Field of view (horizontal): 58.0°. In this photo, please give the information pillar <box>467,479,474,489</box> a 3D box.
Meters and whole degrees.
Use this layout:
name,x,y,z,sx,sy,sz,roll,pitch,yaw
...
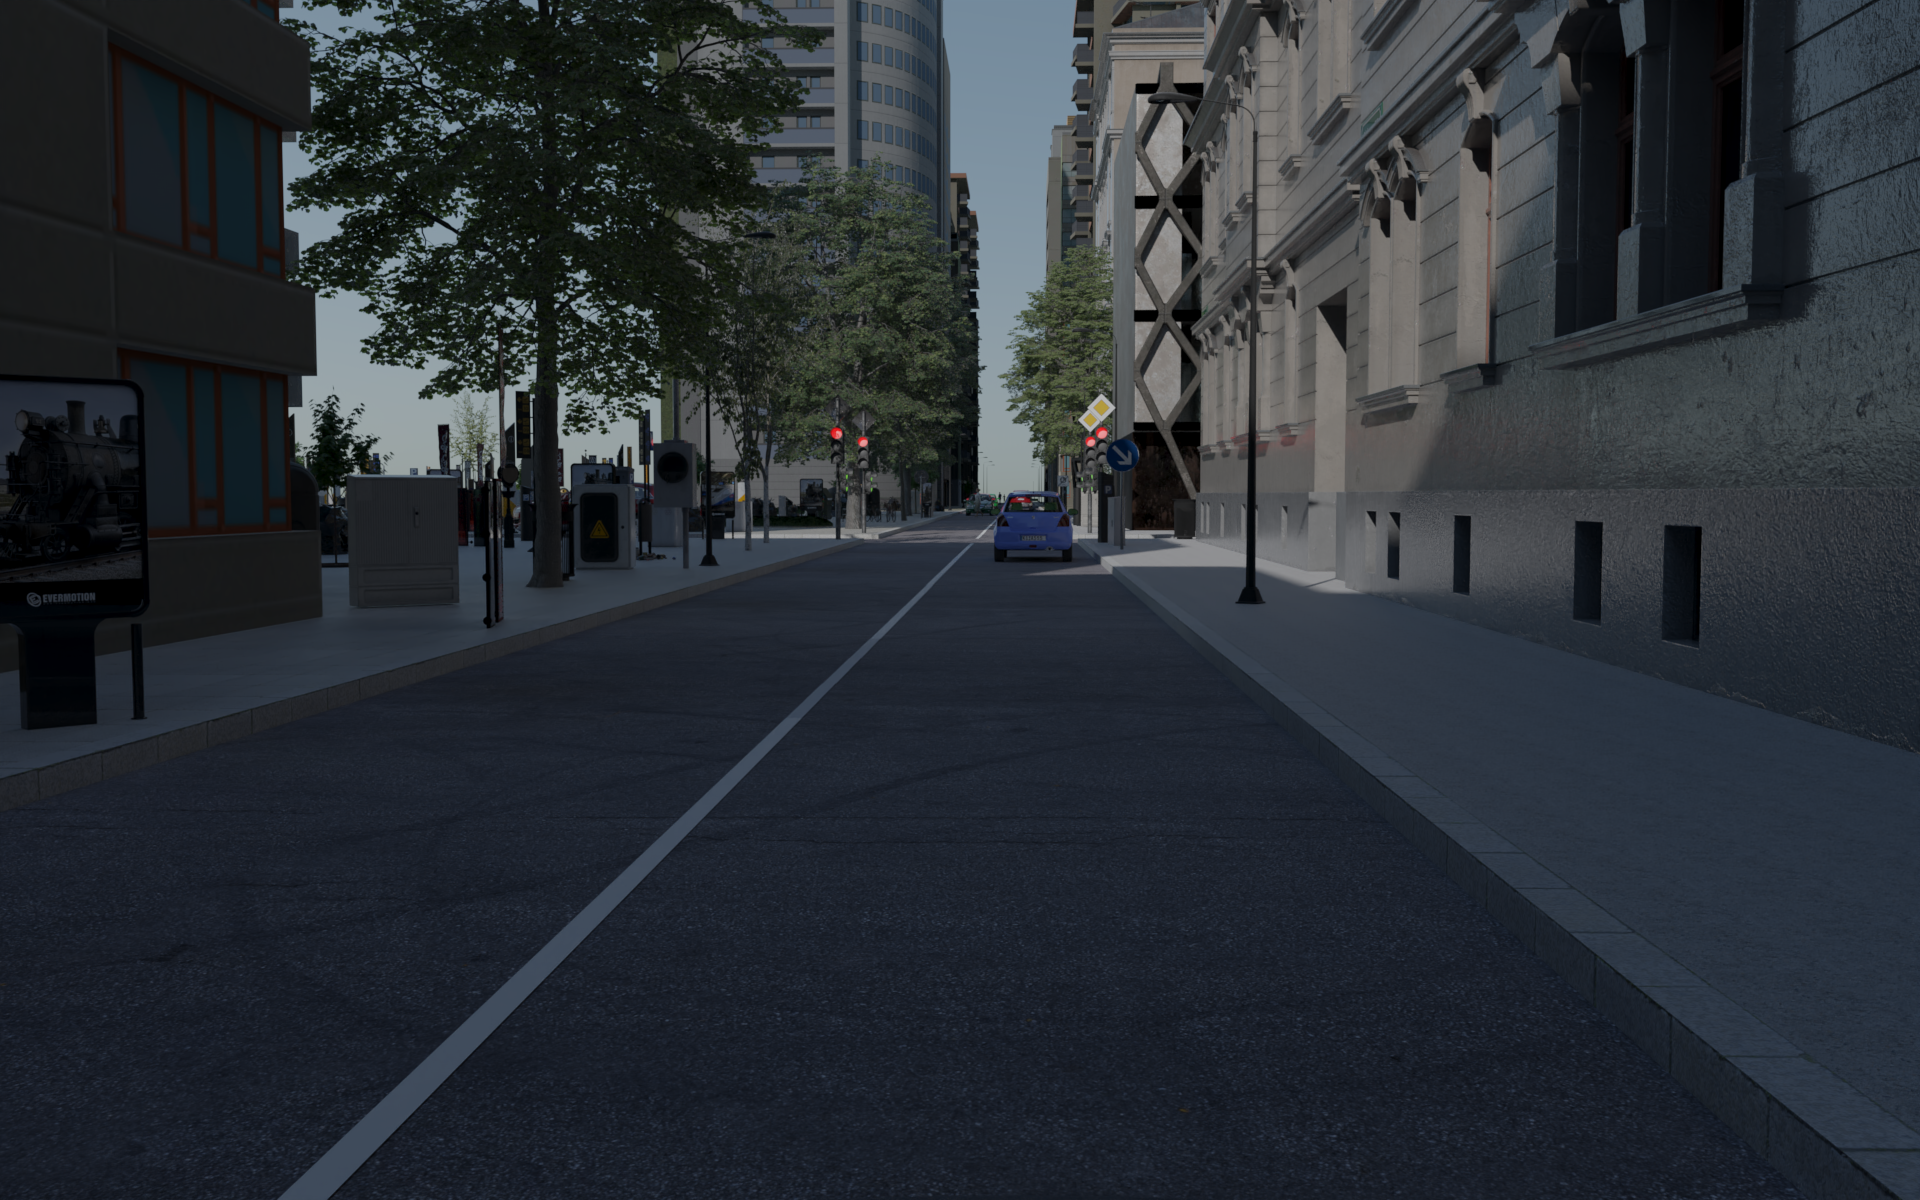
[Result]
name,x,y,z,sx,sy,sz,roll,pitch,yaw
information pillar,-23.452,-4.805,83.057,0.304,2.012,0.304,-1,4,-22

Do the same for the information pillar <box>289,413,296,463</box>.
name,x,y,z,sx,sy,sz,roll,pitch,yaw
information pillar,-19.507,-3.605,50.292,0.504,3.616,0.183,0,4,5

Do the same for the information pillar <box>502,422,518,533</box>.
name,x,y,z,sx,sy,sz,roll,pitch,yaw
information pillar,-14.692,-3.981,56.438,0.504,3.616,0.183,-3,5,-44

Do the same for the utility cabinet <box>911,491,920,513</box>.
name,x,y,z,sx,sy,sz,roll,pitch,yaw
utility cabinet,-3.206,-6.416,113.579,1.173,1.500,0.318,1,4,15

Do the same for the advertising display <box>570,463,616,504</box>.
name,x,y,z,sx,sy,sz,roll,pitch,yaw
advertising display,-7.611,-1.881,35.971,0.974,1.923,0.123,1,4,14

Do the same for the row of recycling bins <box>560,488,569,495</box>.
name,x,y,z,sx,sy,sz,roll,pitch,yaw
row of recycling bins,-24.392,-6.403,111.796,3.534,1.692,1.069,1,4,19

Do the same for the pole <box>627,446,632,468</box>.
name,x,y,z,sx,sy,sz,roll,pitch,yaw
pole,-14.146,-4.916,74.213,0.158,3.312,0.155,0,3,0

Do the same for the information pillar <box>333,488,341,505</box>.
name,x,y,z,sx,sy,sz,roll,pitch,yaw
information pillar,-36.602,-6.750,101.710,0.183,3.616,0.504,3,4,39

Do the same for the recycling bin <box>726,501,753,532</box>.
name,x,y,z,sx,sy,sz,roll,pitch,yaw
recycling bin,-7.515,-2.837,58.941,0.722,1.027,0.722,-2,4,-27

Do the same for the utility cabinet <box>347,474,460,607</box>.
name,x,y,z,sx,sy,sz,roll,pitch,yaw
utility cabinet,-6.351,-0.680,19.794,1.173,1.500,0.318,-3,4,-38

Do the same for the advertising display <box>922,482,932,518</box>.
name,x,y,z,sx,sy,sz,roll,pitch,yaw
advertising display,-1.822,-5.431,94.012,0.123,1.923,0.974,2,4,29

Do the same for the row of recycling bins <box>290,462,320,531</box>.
name,x,y,z,sx,sy,sz,roll,pitch,yaw
row of recycling bins,-9.913,-0.908,21.957,3.534,1.692,1.069,0,4,-3

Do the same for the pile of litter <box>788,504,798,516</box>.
name,x,y,z,sx,sy,sz,roll,pitch,yaw
pile of litter,-7.667,-3.854,76.972,1.176,0.858,1.719,1,4,10

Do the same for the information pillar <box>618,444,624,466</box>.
name,x,y,z,sx,sy,sz,roll,pitch,yaw
information pillar,-15.829,-5.480,80.952,0.183,3.616,0.504,1,4,11

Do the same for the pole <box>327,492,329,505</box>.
name,x,y,z,sx,sy,sz,roll,pitch,yaw
pole,-39.182,-6.930,107.148,0.158,3.312,0.155,0,3,0

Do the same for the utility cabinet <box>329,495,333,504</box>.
name,x,y,z,sx,sy,sz,roll,pitch,yaw
utility cabinet,-47.306,-7.300,130.521,1.020,1.237,0.306,2,4,25

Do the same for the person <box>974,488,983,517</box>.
name,x,y,z,sx,sy,sz,roll,pitch,yaw
person,1.178,-6.077,108.092,0.641,1.798,0.478,0,4,-5

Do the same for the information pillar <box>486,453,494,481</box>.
name,x,y,z,sx,sy,sz,roll,pitch,yaw
information pillar,-26.433,-6.516,97.894,0.183,3.616,0.504,0,4,1

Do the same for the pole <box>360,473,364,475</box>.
name,x,y,z,sx,sy,sz,roll,pitch,yaw
pole,-29.562,-5.616,85.660,0.158,3.312,0.155,0,3,0

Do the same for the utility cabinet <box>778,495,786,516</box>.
name,x,y,z,sx,sy,sz,roll,pitch,yaw
utility cabinet,-8.706,-4.512,84.927,0.306,1.237,1.020,0,4,-1

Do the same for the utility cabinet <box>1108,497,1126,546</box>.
name,x,y,z,sx,sy,sz,roll,pitch,yaw
utility cabinet,3.916,-1.972,43.411,0.306,1.237,1.020,0,4,-4

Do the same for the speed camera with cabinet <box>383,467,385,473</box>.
name,x,y,z,sx,sy,sz,roll,pitch,yaw
speed camera with cabinet,-40.798,-7.777,121.496,0.660,3.252,2.038,2,4,30

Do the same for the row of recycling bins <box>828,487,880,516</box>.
name,x,y,z,sx,sy,sz,roll,pitch,yaw
row of recycling bins,-6.232,-5.806,102.045,3.534,1.692,1.069,-3,4,-37

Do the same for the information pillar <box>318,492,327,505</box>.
name,x,y,z,sx,sy,sz,roll,pitch,yaw
information pillar,-34.290,-6.218,93.025,0.504,3.616,0.183,-1,4,-9

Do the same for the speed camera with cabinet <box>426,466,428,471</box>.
name,x,y,z,sx,sy,sz,roll,pitch,yaw
speed camera with cabinet,-37.460,-7.757,121.158,0.660,3.252,2.038,1,4,13

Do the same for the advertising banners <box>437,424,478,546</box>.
name,x,y,z,sx,sy,sz,roll,pitch,yaw
advertising banners,-12.296,-2.849,42.763,2.074,3.025,0.090,3,5,41

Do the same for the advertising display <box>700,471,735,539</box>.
name,x,y,z,sx,sy,sz,roll,pitch,yaw
advertising display,-6.874,-2.688,49.168,0.974,1.923,0.123,-1,4,-15

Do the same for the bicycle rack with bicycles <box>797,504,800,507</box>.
name,x,y,z,sx,sy,sz,roll,pitch,yaw
bicycle rack with bicycles,-9.255,-6.150,113.936,2.852,0.926,2.925,3,5,42

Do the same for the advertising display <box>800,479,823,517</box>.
name,x,y,z,sx,sy,sz,roll,pitch,yaw
advertising display,-6.165,-4.080,71.922,0.974,1.923,0.123,0,4,1

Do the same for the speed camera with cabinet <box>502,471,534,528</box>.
name,x,y,z,sx,sy,sz,roll,pitch,yaw
speed camera with cabinet,-16.413,-4.318,64.938,2.038,3.252,0.660,0,4,-7

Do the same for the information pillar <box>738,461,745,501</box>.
name,x,y,z,sx,sy,sz,roll,pitch,yaw
information pillar,-15.555,-8.059,123.114,0.504,3.616,0.183,-1,4,-17

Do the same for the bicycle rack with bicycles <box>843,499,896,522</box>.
name,x,y,z,sx,sy,sz,roll,pitch,yaw
bicycle rack with bicycles,-4.241,-4.024,79.180,2.852,0.926,2.925,-1,4,-11

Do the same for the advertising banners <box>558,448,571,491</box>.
name,x,y,z,sx,sy,sz,roll,pitch,yaw
advertising banners,-14.666,-4.285,66.250,2.074,3.025,0.090,-3,4,-37

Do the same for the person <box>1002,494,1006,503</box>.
name,x,y,z,sx,sy,sz,roll,pitch,yaw
person,6.985,-15.945,272.457,1.065,1.426,0.557,3,5,43

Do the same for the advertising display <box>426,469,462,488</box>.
name,x,y,z,sx,sy,sz,roll,pitch,yaw
advertising display,-13.218,-2.399,44.444,0.123,1.923,0.974,3,5,41

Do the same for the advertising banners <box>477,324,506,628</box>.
name,x,y,z,sx,sy,sz,roll,pitch,yaw
advertising banners,-4.654,-1.296,17.372,0.090,3.025,2.074,-1,4,-9

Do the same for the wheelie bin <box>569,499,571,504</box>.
name,x,y,z,sx,sy,sz,roll,pitch,yaw
wheelie bin,-9.035,-2.090,42.081,0.980,1.594,0.693,0,4,-1

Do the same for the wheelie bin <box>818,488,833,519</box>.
name,x,y,z,sx,sy,sz,roll,pitch,yaw
wheelie bin,-6.878,-4.864,87.427,0.693,1.594,0.980,1,4,22

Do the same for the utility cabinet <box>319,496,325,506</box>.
name,x,y,z,sx,sy,sz,roll,pitch,yaw
utility cabinet,-27.934,-3.929,75.408,0.306,1.237,1.020,-3,4,-36

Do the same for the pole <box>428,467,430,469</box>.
name,x,y,z,sx,sy,sz,roll,pitch,yaw
pole,-39.424,-8.246,128.662,0.158,3.312,0.155,0,3,0

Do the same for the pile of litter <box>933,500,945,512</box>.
name,x,y,z,sx,sy,sz,roll,pitch,yaw
pile of litter,-1.836,-6.903,126.830,1.719,0.858,1.176,-2,4,-24

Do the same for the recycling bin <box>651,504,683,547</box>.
name,x,y,z,sx,sy,sz,roll,pitch,yaw
recycling bin,-7.156,-1.809,42.124,0.722,1.027,0.722,1,4,9

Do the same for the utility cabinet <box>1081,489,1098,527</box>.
name,x,y,z,sx,sy,sz,roll,pitch,yaw
utility cabinet,5.236,-3.556,66.827,1.173,1.500,0.318,3,4,37

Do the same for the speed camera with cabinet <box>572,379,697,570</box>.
name,x,y,z,sx,sy,sz,roll,pitch,yaw
speed camera with cabinet,-5.553,-2.154,29.560,2.038,3.252,0.660,0,4,-1

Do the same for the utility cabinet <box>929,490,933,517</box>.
name,x,y,z,sx,sy,sz,roll,pitch,yaw
utility cabinet,-1.740,-5.347,96.106,0.318,1.500,1.173,1,4,10

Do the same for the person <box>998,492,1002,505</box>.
name,x,y,z,sx,sy,sz,roll,pitch,yaw
person,5.348,-13.606,231.876,0.541,1.710,0.530,-1,4,-16
